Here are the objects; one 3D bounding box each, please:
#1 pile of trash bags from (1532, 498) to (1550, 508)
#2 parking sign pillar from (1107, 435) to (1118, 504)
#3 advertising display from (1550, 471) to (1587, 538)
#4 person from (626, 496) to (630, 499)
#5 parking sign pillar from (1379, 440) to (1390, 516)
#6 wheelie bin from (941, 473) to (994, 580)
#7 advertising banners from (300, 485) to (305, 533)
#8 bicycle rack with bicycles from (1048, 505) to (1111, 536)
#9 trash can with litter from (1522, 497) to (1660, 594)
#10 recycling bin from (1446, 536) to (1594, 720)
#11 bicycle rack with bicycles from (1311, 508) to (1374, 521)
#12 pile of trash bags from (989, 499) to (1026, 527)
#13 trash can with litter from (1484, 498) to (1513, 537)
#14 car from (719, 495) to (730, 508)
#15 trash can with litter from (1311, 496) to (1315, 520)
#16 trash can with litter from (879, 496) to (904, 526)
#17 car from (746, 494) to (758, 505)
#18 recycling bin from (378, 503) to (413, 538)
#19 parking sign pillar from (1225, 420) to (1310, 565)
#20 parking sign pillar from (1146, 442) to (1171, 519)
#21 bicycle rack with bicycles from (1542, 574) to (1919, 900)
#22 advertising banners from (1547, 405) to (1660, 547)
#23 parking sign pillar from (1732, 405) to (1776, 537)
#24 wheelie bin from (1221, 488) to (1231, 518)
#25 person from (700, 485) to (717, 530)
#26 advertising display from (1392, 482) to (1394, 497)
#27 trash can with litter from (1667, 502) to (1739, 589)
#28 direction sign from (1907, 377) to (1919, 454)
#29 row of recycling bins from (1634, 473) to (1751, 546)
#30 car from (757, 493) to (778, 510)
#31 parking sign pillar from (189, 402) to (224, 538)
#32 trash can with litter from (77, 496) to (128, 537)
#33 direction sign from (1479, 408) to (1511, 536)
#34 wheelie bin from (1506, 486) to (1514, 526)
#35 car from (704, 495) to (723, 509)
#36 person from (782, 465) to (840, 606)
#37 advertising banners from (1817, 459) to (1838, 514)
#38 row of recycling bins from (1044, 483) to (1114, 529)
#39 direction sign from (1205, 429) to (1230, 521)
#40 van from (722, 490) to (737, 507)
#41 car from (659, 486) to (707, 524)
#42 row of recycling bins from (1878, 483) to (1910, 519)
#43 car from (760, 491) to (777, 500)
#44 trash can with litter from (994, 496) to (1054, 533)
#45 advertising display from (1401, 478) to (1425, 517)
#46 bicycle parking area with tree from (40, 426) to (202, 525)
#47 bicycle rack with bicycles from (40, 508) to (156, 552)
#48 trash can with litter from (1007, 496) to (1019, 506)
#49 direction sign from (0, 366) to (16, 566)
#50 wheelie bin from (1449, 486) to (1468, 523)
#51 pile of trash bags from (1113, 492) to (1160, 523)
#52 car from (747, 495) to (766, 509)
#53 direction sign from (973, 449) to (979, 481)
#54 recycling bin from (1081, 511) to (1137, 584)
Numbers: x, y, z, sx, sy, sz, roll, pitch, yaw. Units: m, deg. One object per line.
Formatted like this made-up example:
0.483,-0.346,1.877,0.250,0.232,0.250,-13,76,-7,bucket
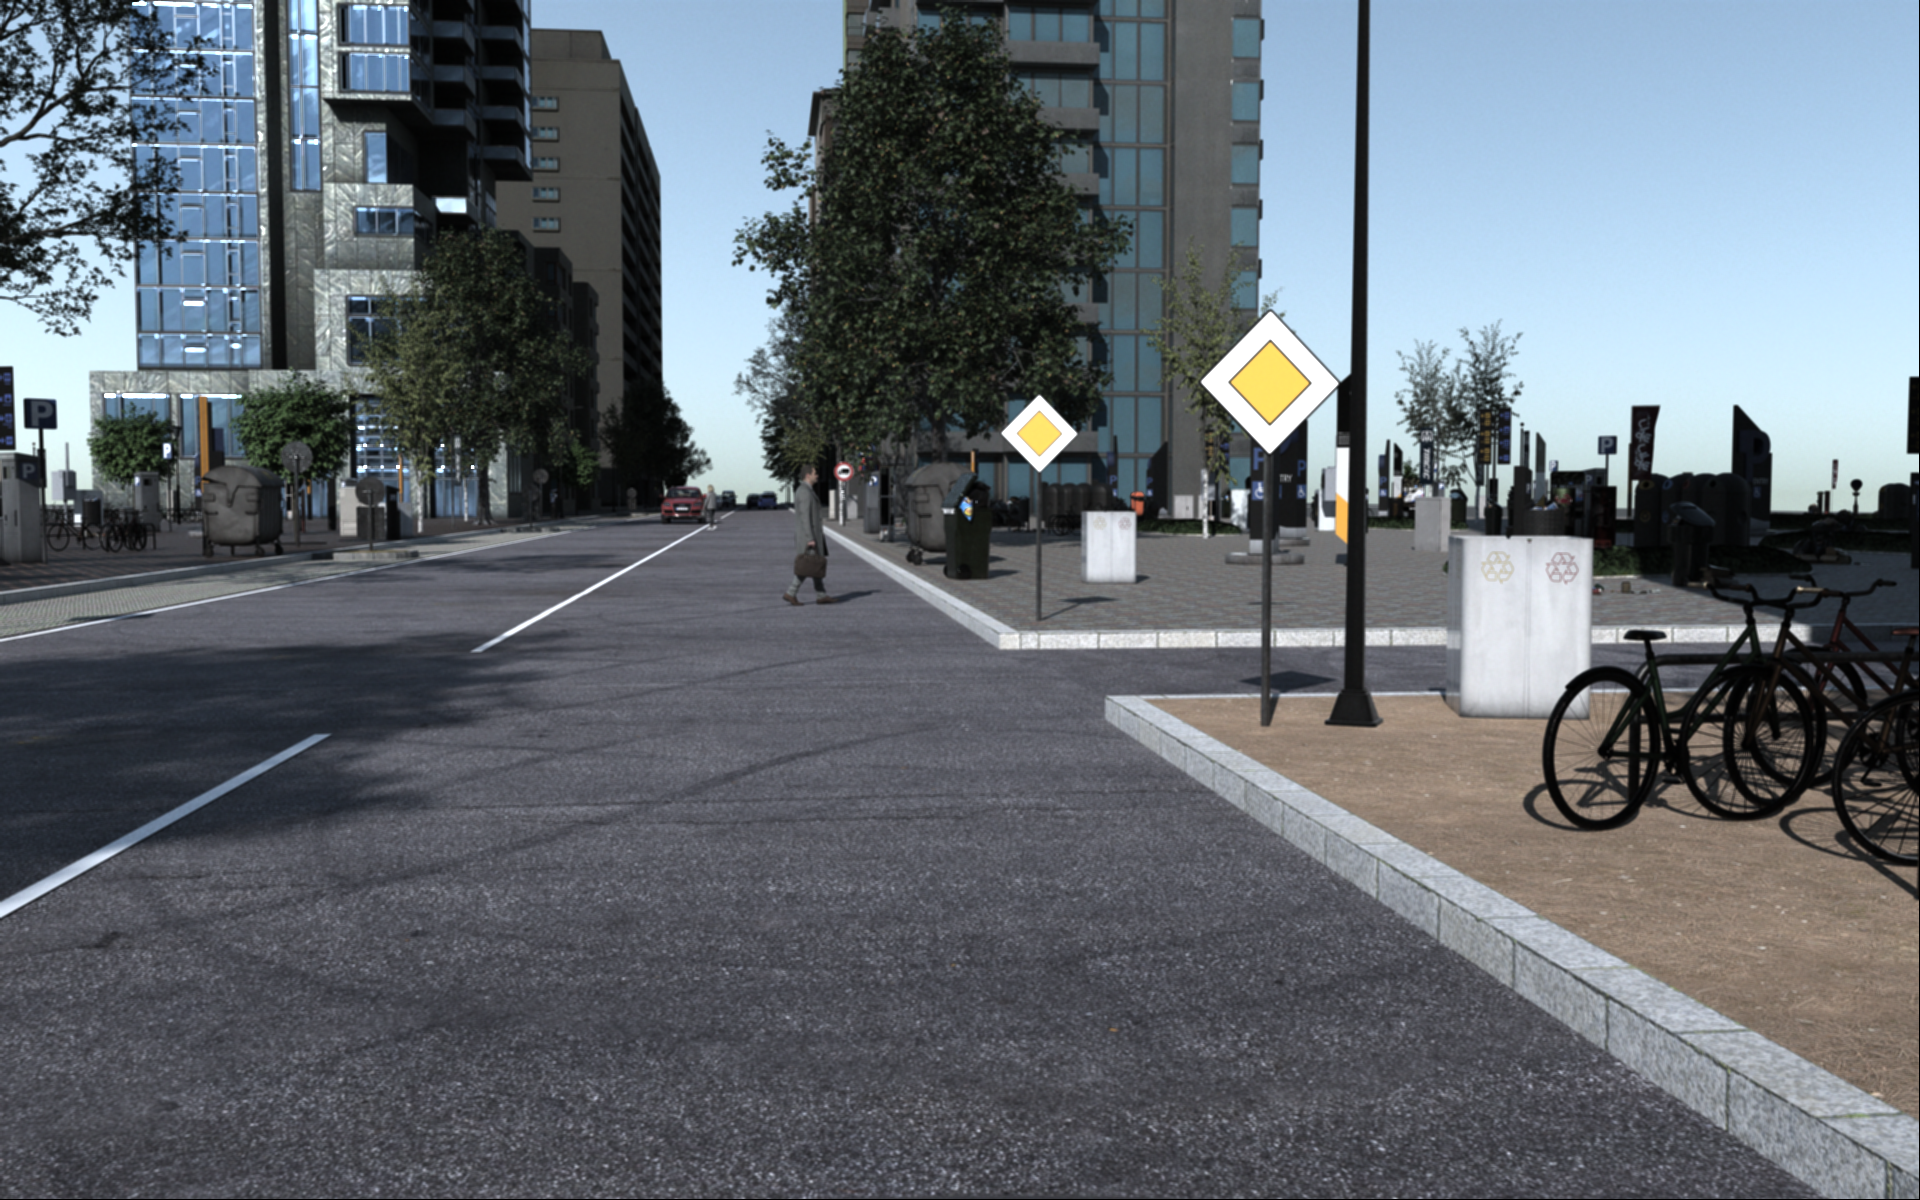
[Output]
27.956,-4.483,83.057,1.912,1.369,3.447,0,4,-7,pile of trash bags
6.968,-5.540,79.050,1.447,3.967,1.447,0,4,3,parking sign pillar
17.050,-2.653,48.591,0.974,1.923,0.123,3,4,39,advertising display
-32.706,-9.962,171.244,0.599,1.838,0.709,3,5,44,person
20.865,-5.915,85.182,1.447,3.967,1.447,1,4,18,parking sign pillar
0.120,-1.119,26.204,0.693,1.594,0.980,-1,4,-20,wheelie bin
-21.931,-3.769,57.806,0.090,3.025,2.074,-2,4,-24,advertising banners
4.056,-2.512,54.451,2.925,0.926,2.852,-1,4,-10,bicycle rack with bicycles
7.995,-0.699,22.485,2.233,1.210,1.678,0,4,7,trash can with litter
3.279,0.144,10.198,0.722,1.027,0.722,1,4,8,recycling bin
17.584,-4.068,79.889,2.925,0.926,2.852,0,4,7,bicycle rack with bicycles
0.719,-3.500,66.970,3.447,1.369,1.912,-1,4,-23,pile of trash bags
16.417,-2.513,52.469,1.055,1.170,0.624,2,4,24,trash can with litter
-25.567,-10.542,184.946,1.945,1.354,3.894,0,4,-7,car
17.803,-4.518,85.258,0.624,1.170,1.055,-3,4,-36,trash can with litter
-2.743,-3.517,68.565,2.233,1.210,1.678,-3,5,-42,trash can with litter
-27.089,-13.363,227.287,1.959,1.807,4.718,0,4,-5,car
-16.685,-2.365,51.228,0.722,1.027,0.722,2,4,32,recycling bin
5.615,-2.652,31.827,1.447,3.967,1.447,1,4,16,parking sign pillar
10.075,-6.122,88.560,1.447,3.967,1.447,3,5,41,parking sign pillar
3.624,0.418,6.556,2.925,0.926,2.852,0,4,-7,bicycle rack with bicycles
12.815,-2.346,34.552,2.074,3.025,0.090,1,4,22,advertising banners
24.098,-3.929,52.710,1.447,3.967,1.447,-2,4,-28,parking sign pillar
14.282,-5.179,92.577,0.693,1.594,0.980,-1,4,-12,wheelie bin
-9.973,-3.693,69.065,0.728,1.800,0.709,3,5,44,person
23.479,-5.381,93.189,0.123,1.923,0.974,3,4,36,advertising display
10.295,-0.765,23.901,0.624,1.170,1.055,-1,4,-22,trash can with litter
18.762,-2.540,33.519,0.876,3.537,0.379,0,4,-1,direction sign
14.817,-1.711,35.093,1.069,1.692,3.534,0,4,-6,row of recycling bins
-17.854,-9.224,160.395,1.945,1.707,3.694,0,4,-8,car
-22.123,-3.844,51.325,1.447,3.967,1.447,-2,4,-28,parking sign pillar
-26.107,-2.564,52.987,1.678,1.210,2.233,3,4,37,trash can with litter
14.085,-3.283,45.671,0.876,3.537,0.379,3,5,43,direction sign
22.439,-3.776,69.653,0.693,1.594,0.980,-3,4,-38,wheelie bin
-23.308,-9.202,162.806,2.083,1.381,4.827,0,4,-7,car
-1.920,-0.841,22.355,0.767,1.812,0.694,-1,4,-9,person
44.344,-5.649,88.555,0.090,3.025,2.074,0,4,2,advertising banners
4.387,-3.501,64.355,1.069,1.692,3.534,-3,4,-36,row of recycling bins
8.979,-4.199,60.643,0.876,3.537,0.379,0,4,7,direction sign
-26.351,-11.628,197.129,2.013,2.044,4.112,0,4,-7,van
-13.361,-4.599,83.872,2.281,1.827,5.304,0,4,-7,car
36.325,-3.677,67.225,1.069,1.692,3.534,2,4,23,row of recycling bins
-25.827,-13.776,233.915,2.281,1.827,5.304,0,4,-7,car
2.283,-2.859,57.801,1.678,1.210,2.233,-2,4,-35,trash can with litter
17.840,-3.852,68.201,0.974,1.923,0.123,-1,4,-15,advertising display
-35.013,-5.386,75.057,9.016,4.147,8.231,-2,4,-30,bicycle parking area with tree
-19.427,-1.588,39.340,2.852,0.926,2.925,1,4,9,bicycle rack with bicycles
2.731,-4.347,82.465,0.624,1.170,1.055,2,4,33,trash can with litter
-17.197,-2.378,30.882,0.876,3.537,0.379,1,4,16,direction sign
19.279,-3.612,66.960,0.693,1.594,0.980,1,4,18,wheelie bin
6.824,-3.524,67.375,1.912,1.369,3.447,0,4,-1,pile of trash bags
-19.343,-9.315,164.873,1.945,1.354,3.894,0,4,-5,car
0.785,-5.782,86.529,0.379,3.537,0.876,1,4,17,direction sign
2.147,-0.764,25.038,0.722,1.027,0.722,0,4,-3,recycling bin
